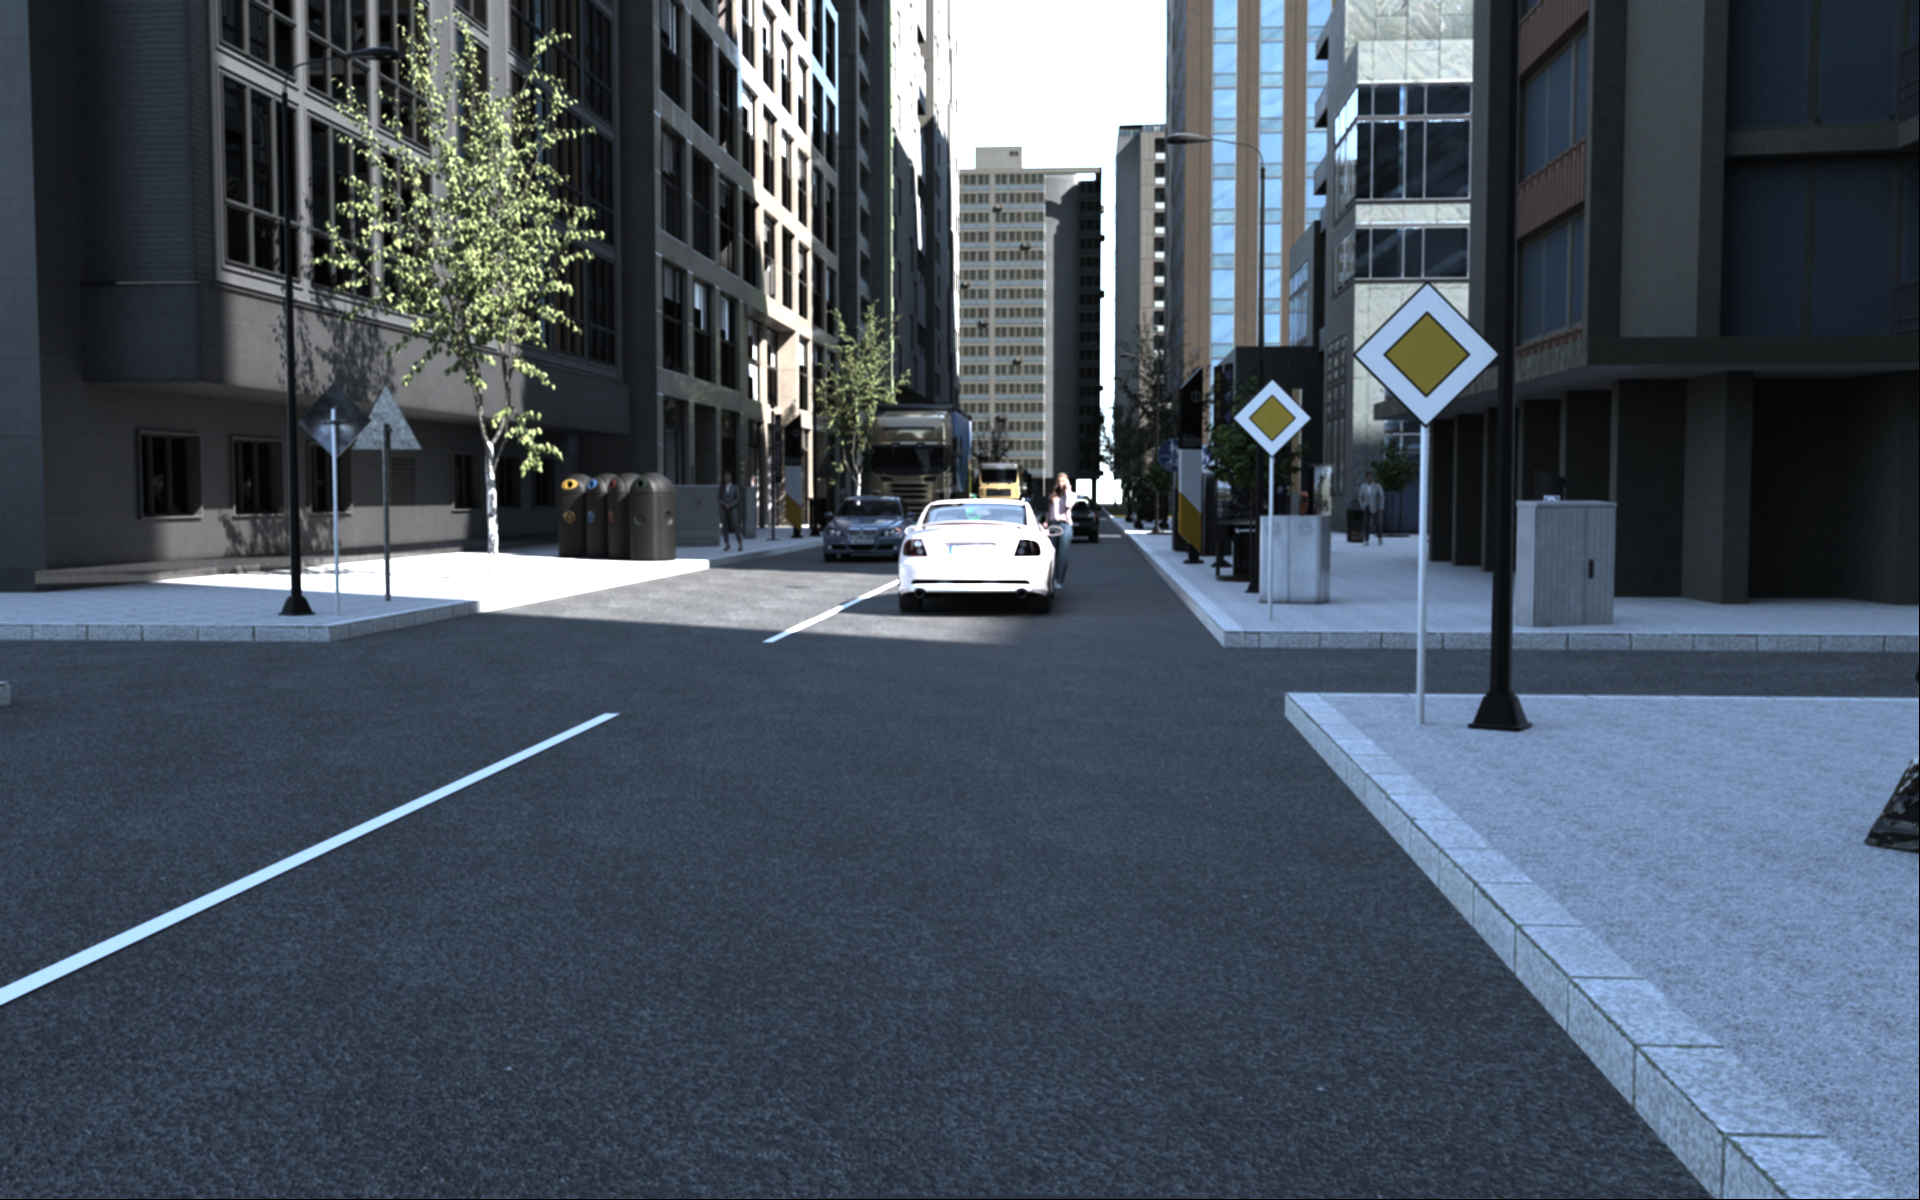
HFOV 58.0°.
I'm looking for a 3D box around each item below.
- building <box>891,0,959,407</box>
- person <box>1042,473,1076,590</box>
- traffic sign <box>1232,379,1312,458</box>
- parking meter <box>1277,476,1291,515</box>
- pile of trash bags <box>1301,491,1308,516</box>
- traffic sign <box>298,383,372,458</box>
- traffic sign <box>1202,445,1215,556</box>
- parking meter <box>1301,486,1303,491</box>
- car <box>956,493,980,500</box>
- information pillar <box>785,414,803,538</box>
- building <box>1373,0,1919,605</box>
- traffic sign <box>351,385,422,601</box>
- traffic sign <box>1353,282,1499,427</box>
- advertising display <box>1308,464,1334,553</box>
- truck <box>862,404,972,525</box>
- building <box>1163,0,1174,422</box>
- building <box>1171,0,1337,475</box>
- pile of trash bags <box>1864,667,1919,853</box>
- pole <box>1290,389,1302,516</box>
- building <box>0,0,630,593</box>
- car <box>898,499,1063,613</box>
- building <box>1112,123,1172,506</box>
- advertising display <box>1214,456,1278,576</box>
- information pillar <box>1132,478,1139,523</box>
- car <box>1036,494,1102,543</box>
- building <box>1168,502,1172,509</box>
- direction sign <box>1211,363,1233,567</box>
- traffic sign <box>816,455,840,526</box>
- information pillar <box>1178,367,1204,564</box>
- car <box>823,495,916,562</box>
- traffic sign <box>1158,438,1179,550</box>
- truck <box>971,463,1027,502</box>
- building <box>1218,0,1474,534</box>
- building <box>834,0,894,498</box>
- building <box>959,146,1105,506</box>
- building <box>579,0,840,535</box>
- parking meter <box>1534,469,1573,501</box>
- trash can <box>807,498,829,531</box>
[{"bbox_3d":[-13.988,-34.446,152.425,27.495,52.752,28.713,0,4,4],"label":"building"},{"bbox_3d":[1.501,-1.043,26.147,0.593,1.750,0.643,2,4,27],"label":"person"},{"bbox_3d":[3.171,-0.939,17.536,0.795,2.593,0.064,0,4,4],"label":"traffic sign"},{"bbox_3d":[9.229,-2.680,49.524,0.399,1.863,0.255,3,5,42],"label":"parking meter"},{"bbox_3d":[10.332,-2.641,52.925,1.912,1.369,3.447,1,4,15],"label":"pile of trash bags"},{"bbox_3d":[-6.595,-0.984,18.273,0.795,2.593,0.064,0,4,4],"label":"traffic sign"},{"bbox_3d":[5.032,-2.051,35.669,0.606,2.300,0.079,0,4,8],"label":"traffic sign"},{"bbox_3d":[10.740,-2.864,55.233,0.372,1.533,0.369,0,3,0],"label":"parking meter"},{"bbox_3d":[-0.013,-3.412,64.588,1.959,1.807,4.718,0,4,5],"label":"car"},{"bbox_3d":[-4.859,-3.624,50.604,0.504,3.616,0.183,0,4,1],"label":"information pillar"},{"bbox_3d":[22.084,-22.803,27.459,28.867,44.769,22.147,0,4,4],"label":"building"},{"bbox_3d":[-6.856,-1.265,20.684,0.884,2.594,0.081,1,4,8],"label":"traffic sign"},{"bbox_3d":[2.584,-0.451,9.572,0.795,2.593,0.064,0,4,4],"label":"traffic sign"},{"bbox_3d":[7.821,-1.977,37.540,0.123,1.923,0.974,3,4,38],"label":"advertising display"},{"bbox_3d":[-1.196,-4.123,56.322,2.839,4.237,11.283,0,4,4],"label":"truck"},{"bbox_3d":[28.794,-32.749,124.681,28.713,52.752,27.495,0,4,4],"label":"building"},{"bbox_3d":[20.038,-27.742,103.691,14.600,45.320,14.200,0,4,4],"label":"building"},{"bbox_3d":[4.424,0.284,5.105,1.912,1.369,3.447,0,4,-8],"label":"pile of trash bags"},{"bbox_3d":[6.521,-2.432,33.613,0.158,3.312,0.155,0,3,0],"label":"pole"},{"bbox_3d":[-16.469,-14.704,33.912,14.314,27.812,24.014,0,4,4],"label":"building"},{"bbox_3d":[0.277,-0.611,22.356,2.083,1.381,4.827,0,4,4],"label":"car"},{"bbox_3d":[23.511,-30.683,185.254,14.086,41.232,14.154,0,4,4],"label":"building"},{"bbox_3d":[4.475,-1.342,27.156,0.974,1.923,0.123,0,4,6],"label":"advertising display"},{"bbox_3d":[7.826,-4.441,77.105,0.304,2.012,0.304,0,4,6],"label":"information pillar"},{"bbox_3d":[3.295,-2.599,52.285,2.009,1.686,4.222,0,4,3],"label":"car"},{"bbox_3d":[33.044,-28.051,150.516,32.217,40.220,23.993,0,4,4],"label":"building"},{"bbox_3d":[4.612,-2.350,30.422,0.379,3.537,0.876,-1,4,-11],"label":"direction sign"},{"bbox_3d":[-4.460,-3.556,58.151,0.884,2.594,0.081,1,4,10],"label":"traffic sign"},{"bbox_3d":[4.255,-2.481,31.913,0.504,3.616,0.183,-2,4,-29],"label":"information pillar"},{"bbox_3d":[-1.944,-1.610,38.332,2.014,1.417,4.499,0,4,3],"label":"car"},{"bbox_3d":[4.897,-2.415,39.594,0.768,2.556,0.104,1,4,9],"label":"traffic sign"},{"bbox_3d":[2.697,-6.914,108.962,3.469,3.379,9.791,0,4,5],"label":"truck"},{"bbox_3d":[22.798,-46.170,67.555,22.319,86.520,31.000,0,4,4],"label":"building"},{"bbox_3d":[-11.640,-25.555,101.424,14.154,41.232,14.086,0,4,4],"label":"building"},{"bbox_3d":[4.325,-30.832,195.979,23.993,40.220,32.217,0,4,4],"label":"building"},{"bbox_3d":[-16.385,-15.816,63.106,19.350,26.468,34.151,0,4,4],"label":"building"},{"bbox_3d":[6.011,-0.561,17.585,0.372,1.533,0.369,0,3,0],"label":"parking meter"},{"bbox_3d":[-4.933,-2.965,60.125,0.748,1.137,0.748,0,3,0],"label":"trash can"}]
